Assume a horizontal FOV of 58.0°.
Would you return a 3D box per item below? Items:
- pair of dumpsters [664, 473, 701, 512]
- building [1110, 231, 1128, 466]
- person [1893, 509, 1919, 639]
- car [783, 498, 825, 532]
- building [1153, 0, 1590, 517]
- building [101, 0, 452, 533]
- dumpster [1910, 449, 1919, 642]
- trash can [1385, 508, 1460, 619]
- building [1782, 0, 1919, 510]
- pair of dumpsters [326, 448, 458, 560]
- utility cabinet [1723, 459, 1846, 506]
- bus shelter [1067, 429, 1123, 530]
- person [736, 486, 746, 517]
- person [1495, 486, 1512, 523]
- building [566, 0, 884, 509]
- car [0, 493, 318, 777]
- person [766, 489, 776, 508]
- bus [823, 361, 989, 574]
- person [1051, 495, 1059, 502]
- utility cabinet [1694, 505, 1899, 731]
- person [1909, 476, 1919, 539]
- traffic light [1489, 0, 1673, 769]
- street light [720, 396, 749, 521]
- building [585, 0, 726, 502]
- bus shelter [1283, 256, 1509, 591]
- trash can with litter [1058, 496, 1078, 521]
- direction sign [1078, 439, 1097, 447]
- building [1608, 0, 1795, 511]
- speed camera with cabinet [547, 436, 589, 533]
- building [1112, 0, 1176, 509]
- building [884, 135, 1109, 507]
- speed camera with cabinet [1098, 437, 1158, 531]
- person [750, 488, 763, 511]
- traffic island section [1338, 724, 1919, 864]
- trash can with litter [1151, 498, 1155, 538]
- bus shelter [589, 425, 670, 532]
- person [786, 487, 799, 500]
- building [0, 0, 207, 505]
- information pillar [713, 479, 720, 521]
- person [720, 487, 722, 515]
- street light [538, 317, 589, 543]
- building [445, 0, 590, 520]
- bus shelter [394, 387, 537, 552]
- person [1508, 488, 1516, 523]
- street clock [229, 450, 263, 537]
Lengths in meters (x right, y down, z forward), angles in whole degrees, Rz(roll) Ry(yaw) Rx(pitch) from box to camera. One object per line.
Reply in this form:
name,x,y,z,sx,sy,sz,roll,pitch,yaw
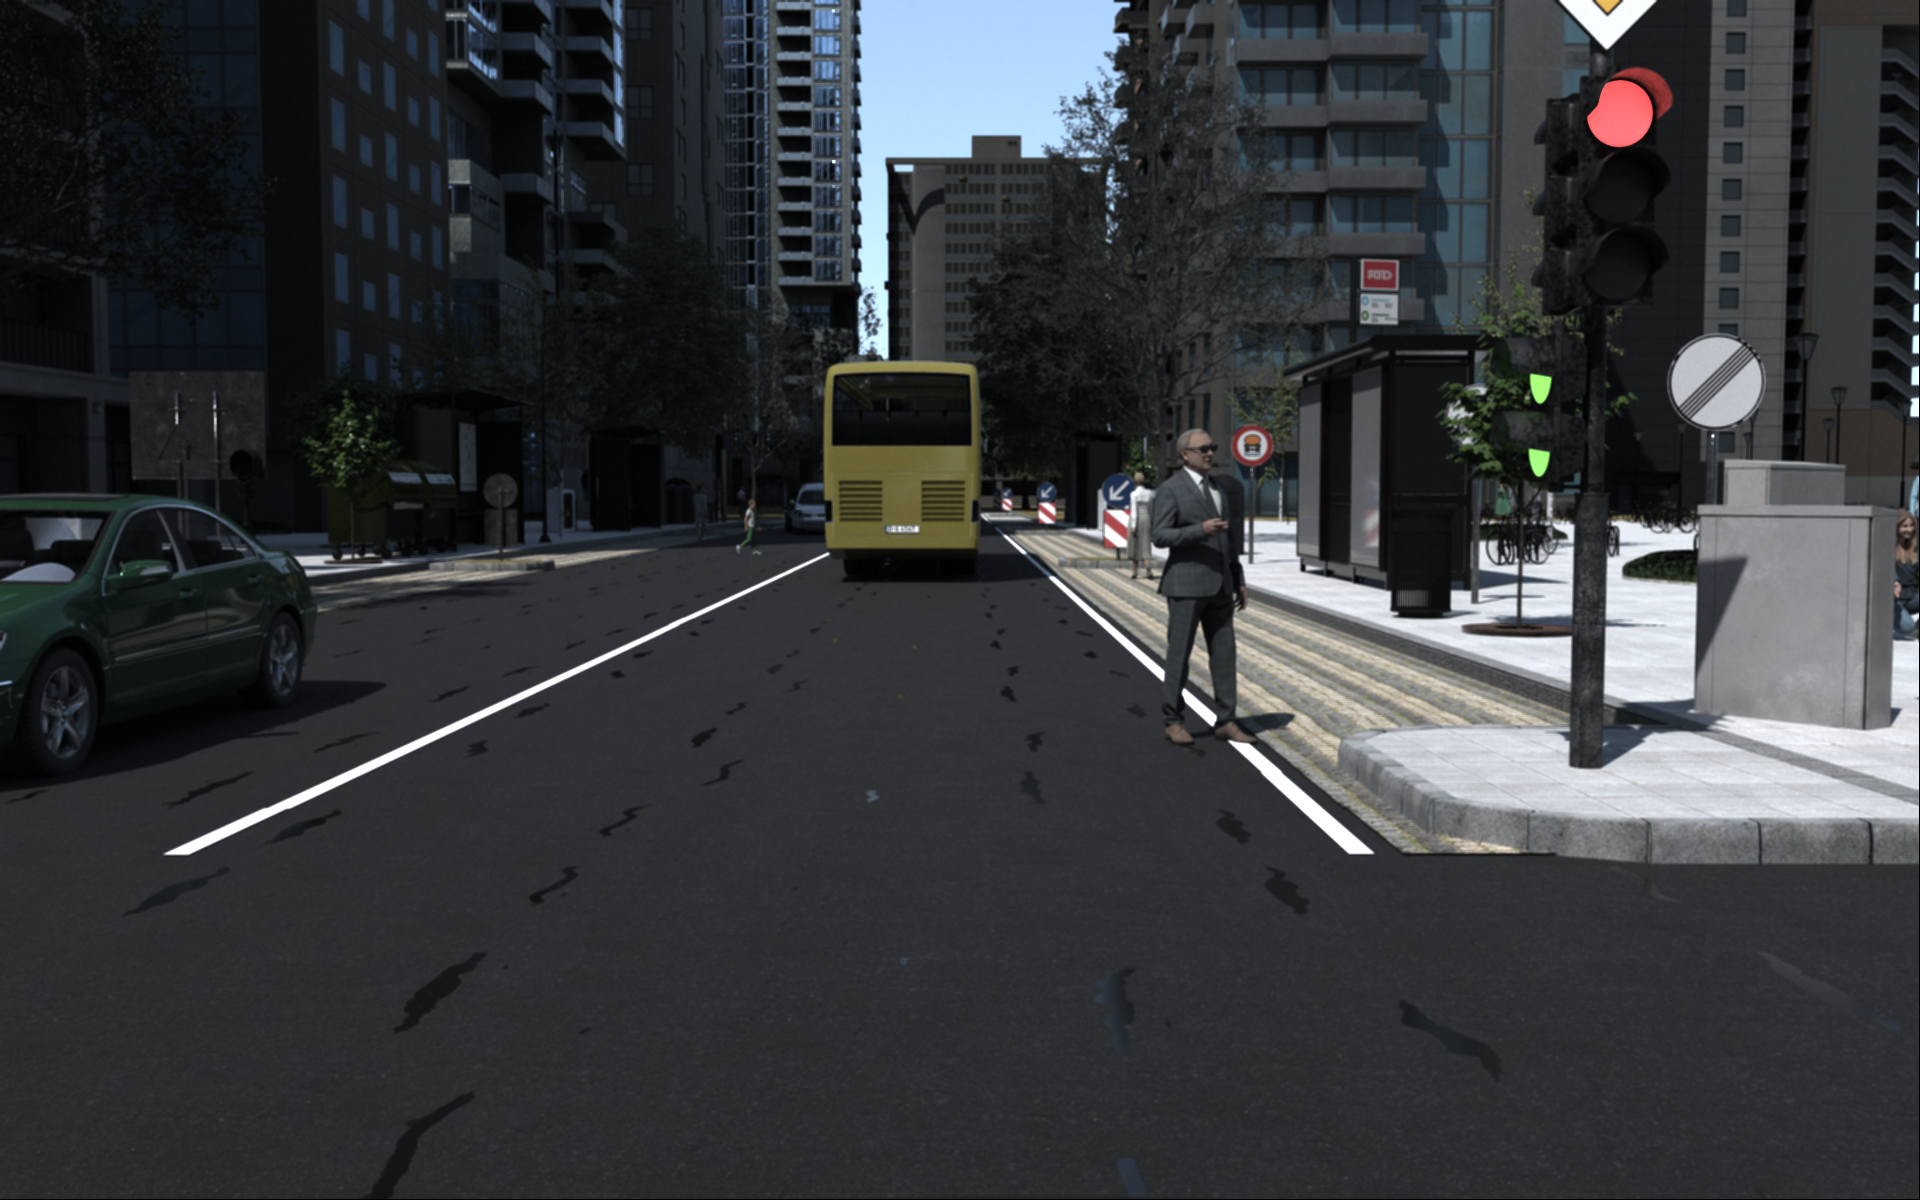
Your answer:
pair of dumpsters,-12.667,-4.708,79.465,1.574,2.255,4.437,0,3,0
building,23.234,-25.063,181.486,14.107,30.474,14.160,0,3,0
person,8.472,-0.226,15.245,1.012,1.151,0.738,0,4,-6
car,-5.765,-3.296,66.477,1.945,1.354,3.894,0,4,-2
building,24.357,-29.782,106.537,23.786,49.044,30.456,0,3,0
building,-27.503,-25.203,62.183,14.600,45.320,14.200,0,3,0
dumpster,6.020,-0.197,8.985,1.264,1.857,1.865,0,3,0
trash can,4.802,-0.390,18.026,0.748,1.137,0.748,0,3,0
building,69.581,-30.200,143.887,14.200,45.320,14.600,0,3,0
pair of dumpsters,-11.679,-2.021,35.543,1.574,2.255,4.437,0,4,0
utility cabinet,5.402,-0.163,11.338,1.173,1.500,0.318,-3,5,-42
bus shelter,5.067,-4.520,65.188,1.731,3.624,6.357,0,3,0
person,-12.234,-5.524,97.292,0.436,1.711,0.756,-3,4,-38
person,18.393,-3.204,58.681,0.600,1.795,0.529,-2,4,-26
building,-23.572,-53.303,184.177,31.000,86.520,22.319,0,3,0
car,-5.448,0.093,10.285,2.131,1.459,4.920,0,4,0
person,-17.157,-9.186,156.789,0.990,1.755,0.434,-2,4,-30
bus,-0.858,-2.579,33.711,2.896,3.916,12.252,0,4,1
person,8.736,-9.460,163.251,1.350,1.814,0.705,1,4,19
utility cabinet,4.732,0.081,9.845,0.306,1.237,1.020,-2,4,-35
person,14.430,-1.210,25.691,0.638,1.841,0.748,2,4,29
traffic light,2.928,-1.169,8.041,0.839,4.253,0.868,0,3,0
street light,-10.641,-6.681,81.774,1.470,5.913,1.316,0,3,0
building,-33.157,-33.423,135.702,27.495,52.752,28.713,0,3,0
bus shelter,6.425,-3.022,27.039,2.179,5.291,8.768,0,4,0
trash can with litter,5.688,-4.331,81.877,1.678,1.210,2.233,-2,4,-26
direction sign,5.240,-4.844,71.203,0.876,3.537,0.379,-2,4,-25
building,52.180,-42.902,139.696,20.611,71.187,20.563,0,3,0
speed camera with cabinet,-13.236,-3.924,58.490,0.660,3.252,2.038,1,4,15
building,23.535,-29.461,136.309,22.147,44.769,28.867,0,3,0
building,3.918,-30.482,190.269,23.993,40.220,32.217,0,3,0
speed camera with cabinet,5.835,-4.019,60.040,2.038,3.252,0.660,-1,4,-15
person,-15.615,-7.712,132.686,0.990,1.755,0.434,0,4,-4
traffic island section,2.968,0.864,8.155,2.009,0.180,2.903,0,3,0
trash can with litter,5.673,-2.432,51.157,0.624,1.170,1.055,2,4,24
bus shelter,-11.744,-4.318,61.876,1.731,3.624,6.357,0,3,0
person,-12.975,-7.954,135.718,1.348,1.869,0.705,-2,4,-33
building,-27.805,-36.427,33.838,20.563,71.187,20.611,0,3,0
information pillar,-11.586,-4.766,82.412,0.304,2.012,0.304,0,4,6
person,-14.734,-6.102,106.731,0.541,1.710,0.530,-3,5,-43
street light,-10.429,-4.469,45.607,1.470,5.913,1.316,0,3,0
building,-30.425,-47.959,96.801,22.319,86.520,31.000,0,3,0
bus shelter,-11.640,-3.054,41.210,1.731,3.624,6.357,0,3,0
person,19.281,-3.340,60.834,0.526,1.800,0.537,2,4,30
street clock,-11.637,-1.450,28.270,0.471,2.002,0.358,1,4,16
